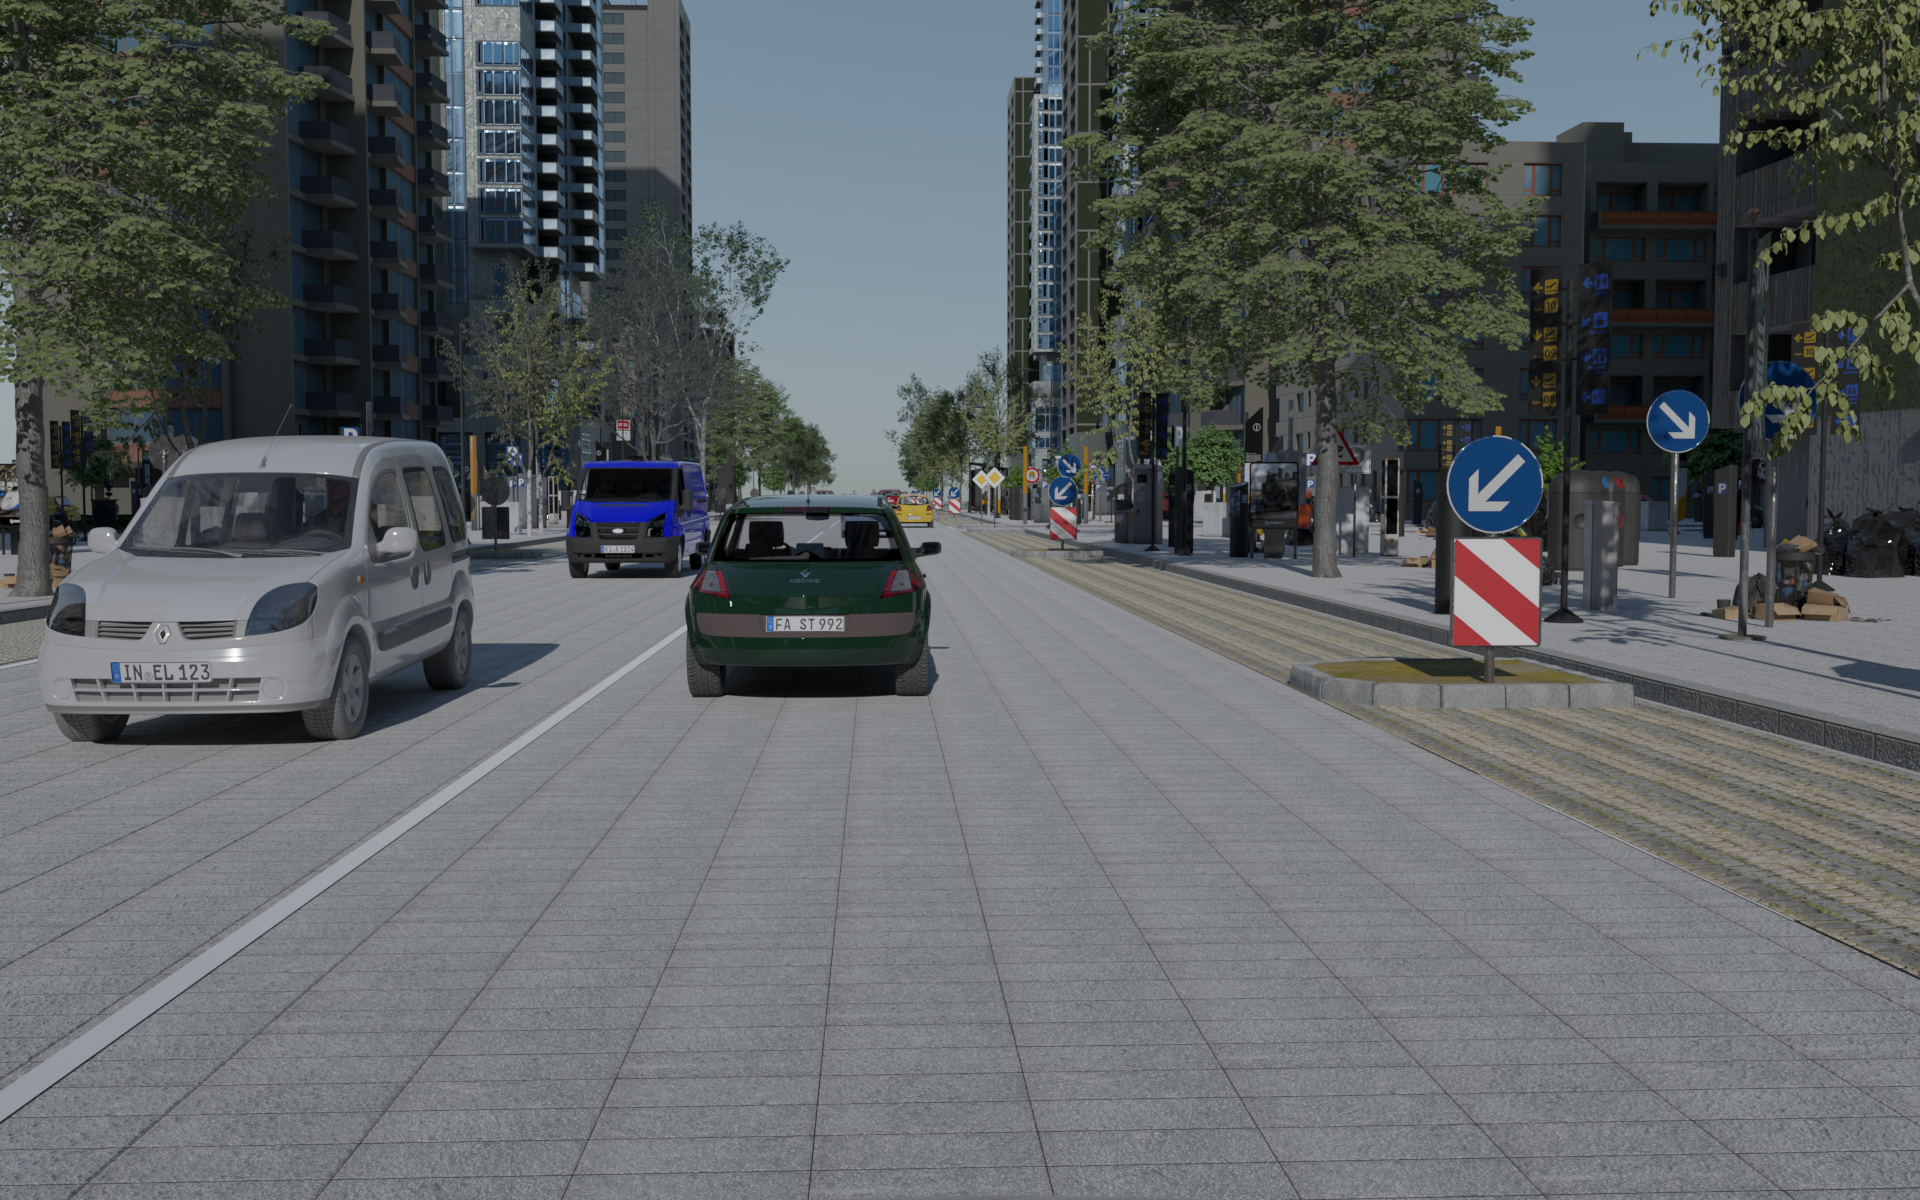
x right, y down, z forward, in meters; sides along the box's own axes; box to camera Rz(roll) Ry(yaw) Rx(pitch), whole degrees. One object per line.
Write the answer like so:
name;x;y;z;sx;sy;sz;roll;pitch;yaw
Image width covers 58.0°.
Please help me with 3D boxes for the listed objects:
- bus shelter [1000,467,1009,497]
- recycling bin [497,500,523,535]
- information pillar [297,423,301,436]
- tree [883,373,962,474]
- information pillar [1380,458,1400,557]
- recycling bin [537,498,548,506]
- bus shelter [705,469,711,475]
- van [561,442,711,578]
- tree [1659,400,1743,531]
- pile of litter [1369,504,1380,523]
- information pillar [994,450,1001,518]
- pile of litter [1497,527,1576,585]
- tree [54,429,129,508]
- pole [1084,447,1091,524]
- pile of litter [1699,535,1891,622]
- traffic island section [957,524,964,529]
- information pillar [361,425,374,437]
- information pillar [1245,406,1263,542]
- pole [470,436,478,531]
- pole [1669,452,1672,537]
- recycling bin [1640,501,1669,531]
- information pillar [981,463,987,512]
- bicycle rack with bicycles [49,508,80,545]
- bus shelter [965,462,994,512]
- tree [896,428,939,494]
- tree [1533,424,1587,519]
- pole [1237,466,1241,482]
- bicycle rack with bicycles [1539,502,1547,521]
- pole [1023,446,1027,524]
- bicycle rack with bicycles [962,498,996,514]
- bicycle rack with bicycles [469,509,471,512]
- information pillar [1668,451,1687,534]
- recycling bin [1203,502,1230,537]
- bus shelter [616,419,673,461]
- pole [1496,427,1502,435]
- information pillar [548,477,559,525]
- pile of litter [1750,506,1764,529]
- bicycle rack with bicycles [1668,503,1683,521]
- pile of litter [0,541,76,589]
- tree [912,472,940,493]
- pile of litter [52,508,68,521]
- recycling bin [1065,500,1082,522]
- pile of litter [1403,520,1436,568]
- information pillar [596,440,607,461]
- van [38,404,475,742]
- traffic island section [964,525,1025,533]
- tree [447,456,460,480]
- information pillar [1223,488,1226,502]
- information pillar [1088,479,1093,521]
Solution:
bus shelter;3.055;-9.395;144.884;1.731;3.624;6.357;0;4;-3
recycling bin;-14.288;-2.590;54.898;0.722;1.027;0.722;0;4;-6
information pillar;-21.825;-4.031;57.268;0.183;3.616;0.504;-2;4;-26
tree;-5.615;-25.214;268.137;12.611;20.169;13.585;0;3;0
information pillar;8.825;-1.900;35.562;0.304;2.012;0.304;0;4;-4
recycling bin;-26.734;-5.982;110.362;0.722;1.027;0.722;1;4;16
bus shelter;-19.240;-8.038;125.337;2.014;3.302;5.546;0;4;-3
van;-5.746;-1.642;31.232;2.240;2.365;5.245;0;4;-2
tree;26.208;-4.710;60.723;4.285;4.588;4.351;0;3;0
pile of litter;18.747;-3.946;78.479;1.176;0.858;1.719;-1;4;-19
information pillar;1.998;-6.210;92.894;0.183;3.616;0.504;3;4;38
pile of litter;7.870;-0.660;24.764;1.719;0.858;1.176;2;4;31
tree;-41.293;-6.028;82.272;4.285;4.588;4.351;0;3;0
pole;5.431;-4.935;74.533;0.158;3.312;0.155;0;3;0
pile of litter;8.584;-0.234;17.791;1.719;0.858;1.176;3;5;43
traffic island section;0.926;-3.076;72.569;2.009;0.180;2.903;0;4;-3
information pillar;-20.263;-4.158;59.345;0.504;3.616;0.183;-3;5;-42
information pillar;7.891;-3.369;46.441;0.504;3.616;0.183;2;4;30
pole;-17.021;-4.085;60.626;0.158;3.312;0.155;0;3;0
pole;21.418;-3.554;51.943;0.158;3.312;0.155;0;3;0
recycling bin;24.087;-2.907;60.081;0.722;1.027;0.722;0;4;3
information pillar;1.786;-8.238;126.048;0.504;3.616;0.183;-2;4;-32
bicycle rack with bicycles;-23.693;-1.860;43.796;2.852;0.926;2.925;-2;4;-31
bus shelter;1.415;-8.451;129.459;1.731;3.624;6.357;0;4;-3
tree;-6.396;-23.479;290.536;9.857;13.997;8.962;0;3;0
tree;16.310;-3.284;48.292;1.663;3.219;1.824;0;3;0
pole;17.824;-7.151;110.755;0.158;3.312;0.155;0;3;0
bicycle rack with bicycles;26.149;-4.077;80.038;2.925;0.926;2.852;-3;5;-39
pole;2.783;-4.898;73.930;0.158;3.312;0.155;0;3;0
bicycle rack with bicycles;1.939;-6.095;113.039;2.925;0.926;2.852;1;4;12
bicycle rack with bicycles;-37.593;-6.891;126.043;2.925;0.926;2.852;2;4;26
information pillar;22.970;-3.916;55.380;0.504;3.616;0.183;0;4;3
recycling bin;7.786;-2.418;52.084;0.722;1.027;0.722;-3;5;-45
bus shelter;-17.528;-7.238;95.965;2.179;5.291;8.768;0;4;-3
pole;16.269;-3.582;52.409;0.158;3.312;0.155;0;3;0
information pillar;-17.112;-4.185;72.911;0.304;2.012;0.304;2;4;30
pile of litter;29.718;-3.109;64.796;1.719;0.858;1.176;2;4;31
bicycle rack with bicycles;32.778;-4.245;82.783;2.852;0.926;2.925;-1;4;-8
pile of litter;-12.596;-0.603;23.827;1.719;0.858;1.176;2;4;32
tree;-4.224;-16.165;248.013;4.285;4.588;4.351;0;3;0
pile of litter;-26.878;-2.281;51.253;1.176;0.858;1.719;2;4;28
recycling bin;5.387;-4.323;83.243;0.722;1.027;0.722;2;4;23
pile of litter;8.335;-0.997;30.261;1.176;0.858;1.719;0;4;8
information pillar;-15.556;-5.122;75.098;0.504;3.616;0.183;1;4;9
van;-4.415;-0.266;11.364;2.013;2.044;4.112;0;4;-3
traffic island section;1.307;-2.588;64.593;2.009;0.180;2.903;0;4;-3
tree;-23.041;-5.009;76.498;1.663;3.219;1.824;0;3;0
information pillar;12.889;-5.690;84.380;0.183;3.616;0.504;1;4;11
information pillar;6.066;-4.696;81.264;0.304;2.012;0.304;0;4;7
